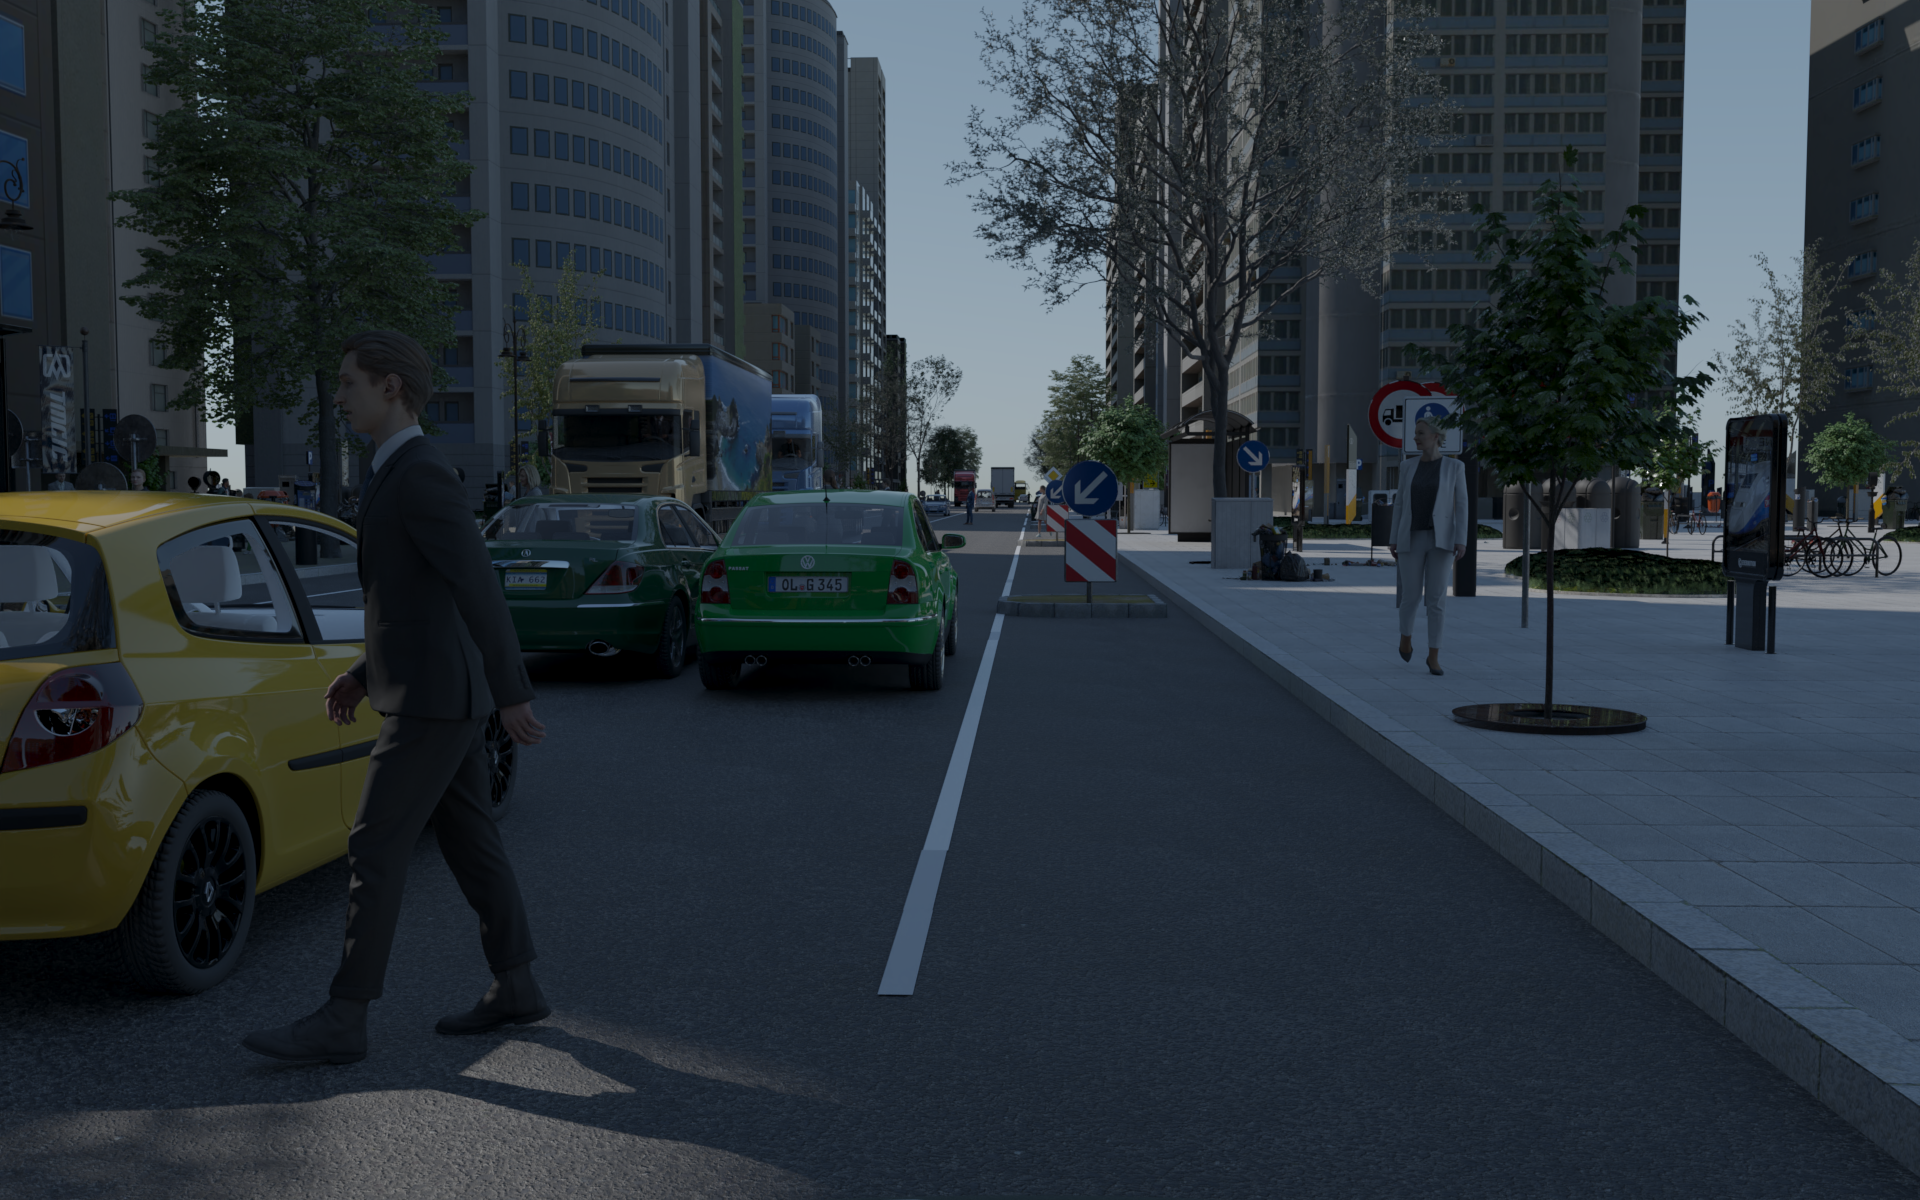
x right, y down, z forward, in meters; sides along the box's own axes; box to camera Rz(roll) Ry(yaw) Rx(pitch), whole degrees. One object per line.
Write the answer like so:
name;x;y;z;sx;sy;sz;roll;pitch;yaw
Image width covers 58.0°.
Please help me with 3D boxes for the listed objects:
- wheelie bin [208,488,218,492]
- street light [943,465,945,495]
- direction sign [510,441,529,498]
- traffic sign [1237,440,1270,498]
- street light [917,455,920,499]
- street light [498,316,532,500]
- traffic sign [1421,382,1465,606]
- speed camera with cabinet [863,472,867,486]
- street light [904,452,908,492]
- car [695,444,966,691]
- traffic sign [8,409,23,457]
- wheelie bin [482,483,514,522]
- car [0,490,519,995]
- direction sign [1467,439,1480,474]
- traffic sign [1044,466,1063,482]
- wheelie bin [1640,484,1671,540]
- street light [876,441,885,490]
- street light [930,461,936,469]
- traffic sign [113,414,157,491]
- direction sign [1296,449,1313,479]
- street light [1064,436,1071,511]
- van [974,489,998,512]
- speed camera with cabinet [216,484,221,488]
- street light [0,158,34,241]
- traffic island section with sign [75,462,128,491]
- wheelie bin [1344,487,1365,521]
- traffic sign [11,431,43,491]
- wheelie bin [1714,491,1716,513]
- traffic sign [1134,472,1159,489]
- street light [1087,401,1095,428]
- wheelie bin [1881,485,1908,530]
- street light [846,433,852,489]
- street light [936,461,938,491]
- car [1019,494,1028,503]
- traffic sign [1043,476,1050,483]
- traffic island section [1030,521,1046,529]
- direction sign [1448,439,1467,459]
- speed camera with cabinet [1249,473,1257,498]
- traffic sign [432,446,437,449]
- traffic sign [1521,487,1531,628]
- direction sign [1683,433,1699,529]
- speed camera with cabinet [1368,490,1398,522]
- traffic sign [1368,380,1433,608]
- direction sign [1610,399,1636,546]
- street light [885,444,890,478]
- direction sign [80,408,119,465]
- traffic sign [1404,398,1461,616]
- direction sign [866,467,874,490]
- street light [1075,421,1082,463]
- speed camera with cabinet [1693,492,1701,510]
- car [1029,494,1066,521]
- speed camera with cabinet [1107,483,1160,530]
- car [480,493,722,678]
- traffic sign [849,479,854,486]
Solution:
wheelie bin;-38.853;-5.037;90.261;0.693;1.594;0.980;1;4;16
street light;-2.355;-17.799;263.802;0.468;5.910;1.993;0;4;2
direction sign;-18.773;-5.007;73.862;0.876;3.537;0.379;-3;5;-44
traffic sign;6.919;-2.498;40.955;0.768;2.556;0.104;0;4;4
street light;-4.898;-14.164;204.368;0.468;5.910;1.993;0;4;2
street light;-11.591;-4.432;45.249;0.468;5.910;1.993;0;4;2
traffic sign;5.349;-1.201;19.737;0.768;2.556;0.104;1;4;12
speed camera with cabinet;-7.982;-9.678;152.569;2.038;3.252;0.660;-2;4;-31
street light;-5.738;-12.762;181.444;0.468;5.910;1.993;0;4;2
car;-0.951;-0.320;14.032;1.959;1.807;4.718;0;4;2
traffic sign;-14.052;-1.543;25.326;0.768;2.556;0.104;0;4;7
wheelie bin;-13.367;-2.579;50.070;0.980;1.594;0.693;0;4;4
car;-2.913;0.233;6.421;2.015;1.641;3.980;0;4;3
direction sign;20.240;-4.639;67.849;0.379;3.537;0.876;0;4;2
traffic sign;3.930;-4.303;72.544;0.795;2.593;0.064;0;4;2
wheelie bin;19.521;-2.500;48.790;0.980;1.594;0.693;0;4;7
street light;-7.077;-10.873;150.567;0.468;5.910;1.993;0;4;2
street light;-3.813;-15.622;228.213;0.468;5.910;1.993;0;4;2
traffic sign;-13.169;-1.685;27.649;0.768;2.556;0.104;1;4;10
direction sign;17.306;-5.817;87.107;0.876;3.537;0.379;-1;4;-14
street light;8.419;-9.751;132.219;0.468;5.910;1.993;0;4;2
van;2.033;-8.149;140.255;2.013;2.044;4.112;0;4;2
speed camera with cabinet;-67.266;-10.041;158.513;2.038;3.252;0.660;2;4;30
street light;-12.554;-3.030;22.330;0.468;5.910;1.993;0;4;2
traffic island section with sign;-10.591;-0.744;20.790;1.989;1.847;2.006;0;4;2
wheelie bin;18.636;-4.533;82.030;0.980;1.594;0.693;-1;4;-10
traffic sign;-15.017;-1.579;27.940;0.606;2.300;0.079;0;4;8
wheelie bin;47.973;-6.299;110.896;0.980;1.594;0.693;0;4;-3
traffic sign;8.325;-5.427;82.598;2.265;3.308;0.079;0;4;3
street light;6.556;-6.947;86.378;0.468;5.910;1.993;0;4;2
wheelie bin;33.868;-3.353;62.724;0.980;1.594;0.693;-1;4;-20
street light;-8.078;-9.456;127.389;0.468;5.910;1.993;0;4;2
street light;-3.273;-16.397;240.882;0.468;5.910;1.993;0;4;2
car;10.912;-17.238;294.195;2.083;1.381;4.827;0;4;2
traffic sign;4.267;-4.791;80.522;0.795;2.593;0.064;0;4;2
traffic island section;3.954;-3.079;72.626;2.009;0.180;2.903;0;4;2
direction sign;20.674;-4.894;72.009;0.379;3.537;0.876;-3;5;-44
speed camera with cabinet;14.420;-5.621;86.242;0.660;3.252;2.038;1;4;9
traffic sign;-13.642;-2.704;44.308;0.768;2.556;0.104;0;4;6
traffic sign;5.419;-1.012;16.547;0.884;2.594;0.081;0;4;5
direction sign;27.171;-4.436;64.519;0.379;3.537;0.876;-1;4;-14
speed camera with cabinet;19.880;-5.221;79.699;2.038;3.252;0.660;0;4;5
traffic sign;4.953;-1.182;19.427;0.768;2.556;0.104;1;4;10
direction sign;14.086;-2.772;37.312;0.876;3.537;0.379;3;5;40
street light;-6.719;-11.336;158.125;0.468;5.910;1.993;0;4;2
direction sign;-22.822;-3.302;45.993;0.876;3.537;0.379;-2;4;-26
traffic sign;4.946;-0.982;18.191;0.606;2.300;0.079;1;4;11
direction sign;-7.605;-9.458;146.636;0.379;3.537;0.876;3;5;40
street light;7.471;-8.349;109.299;0.468;5.910;1.993;0;4;2
speed camera with cabinet;58.434;-8.840;138.862;2.038;3.252;0.660;2;4;28
car;4.550;-4.889;89.715;2.009;1.686;4.222;0;4;3
speed camera with cabinet;6.149;-4.166;62.455;2.038;3.252;0.660;-1;4;-9
car;-3.005;-0.192;14.938;2.131;1.459;4.920;0;4;4
traffic sign;-8.918;-8.896;145.559;0.768;2.556;0.104;0;4;3
